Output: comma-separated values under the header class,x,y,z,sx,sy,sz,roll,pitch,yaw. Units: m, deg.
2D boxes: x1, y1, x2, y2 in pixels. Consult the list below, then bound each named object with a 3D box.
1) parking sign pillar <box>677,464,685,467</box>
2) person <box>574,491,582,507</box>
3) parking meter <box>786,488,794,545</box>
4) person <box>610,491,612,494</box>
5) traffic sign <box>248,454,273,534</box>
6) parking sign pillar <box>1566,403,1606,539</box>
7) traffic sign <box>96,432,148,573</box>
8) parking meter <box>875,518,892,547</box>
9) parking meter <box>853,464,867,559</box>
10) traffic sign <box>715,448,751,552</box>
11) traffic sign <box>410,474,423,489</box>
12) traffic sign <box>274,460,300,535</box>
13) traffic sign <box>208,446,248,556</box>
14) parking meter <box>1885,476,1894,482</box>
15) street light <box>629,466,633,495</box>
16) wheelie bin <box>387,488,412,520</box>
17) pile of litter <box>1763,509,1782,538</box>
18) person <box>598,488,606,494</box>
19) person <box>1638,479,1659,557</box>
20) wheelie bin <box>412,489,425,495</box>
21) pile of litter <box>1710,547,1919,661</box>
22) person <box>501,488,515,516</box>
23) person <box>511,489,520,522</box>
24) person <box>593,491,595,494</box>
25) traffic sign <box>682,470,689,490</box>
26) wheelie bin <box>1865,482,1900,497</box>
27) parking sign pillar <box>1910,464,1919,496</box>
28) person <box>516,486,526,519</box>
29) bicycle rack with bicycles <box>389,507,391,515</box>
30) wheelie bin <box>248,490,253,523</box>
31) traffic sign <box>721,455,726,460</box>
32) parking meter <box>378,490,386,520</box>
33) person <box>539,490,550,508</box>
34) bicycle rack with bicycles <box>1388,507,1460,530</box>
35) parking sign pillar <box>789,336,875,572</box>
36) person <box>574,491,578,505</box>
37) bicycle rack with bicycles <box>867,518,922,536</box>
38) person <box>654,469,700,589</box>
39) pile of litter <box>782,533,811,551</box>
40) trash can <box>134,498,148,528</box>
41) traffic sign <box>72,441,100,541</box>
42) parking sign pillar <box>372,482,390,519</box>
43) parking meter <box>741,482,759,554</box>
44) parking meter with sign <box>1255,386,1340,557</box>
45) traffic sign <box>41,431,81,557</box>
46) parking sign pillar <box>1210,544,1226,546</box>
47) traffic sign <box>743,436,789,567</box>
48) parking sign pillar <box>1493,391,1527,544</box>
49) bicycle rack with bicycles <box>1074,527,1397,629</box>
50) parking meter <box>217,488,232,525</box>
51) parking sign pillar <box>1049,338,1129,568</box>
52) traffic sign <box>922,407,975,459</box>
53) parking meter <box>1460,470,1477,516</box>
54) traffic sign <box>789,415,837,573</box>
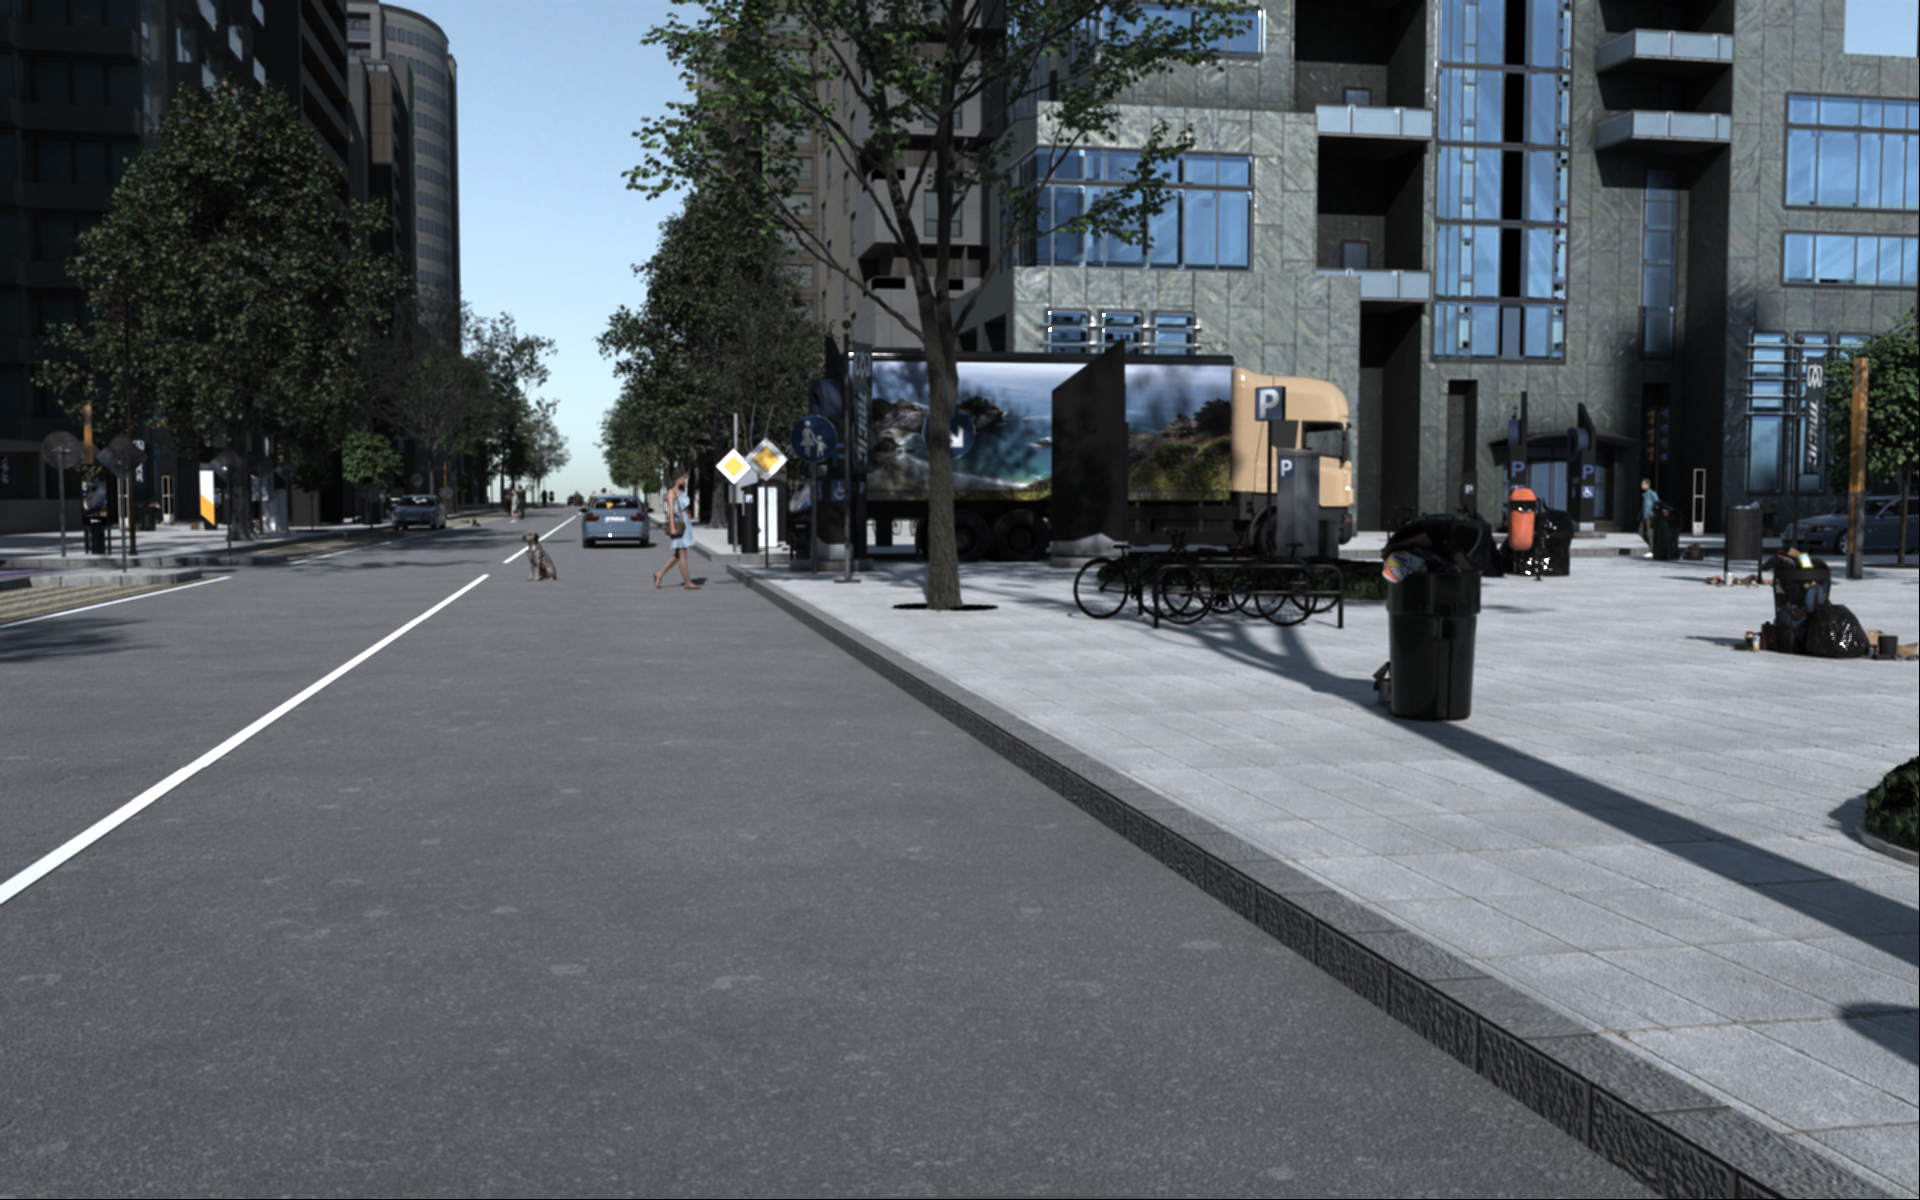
class,x,y,z,sx,sy,sz,roll,pitch,yaw
parking sign pillar,-17.447,-7.388,109.259,1.447,3.967,1.447,-2,4,-29
person,-43.481,-11.506,197.182,0.990,1.755,0.434,-2,4,-26
parking meter,-4.206,-2.155,43.639,0.372,1.533,0.369,0,3,0
person,-32.666,-9.300,161.354,0.742,1.727,0.445,-3,5,-42
traffic sign,-22.196,-3.355,54.961,0.768,2.556,0.104,0,4,-7
parking sign pillar,18.129,-3.796,50.540,1.447,3.967,1.447,0,4,3
traffic sign,-13.624,-1.501,28.192,0.795,2.450,0.064,-1,4,-11
parking meter,-1.875,-2.244,42.408,0.399,1.863,0.255,-2,4,-33
parking meter,-1.870,-1.558,31.191,0.255,1.863,0.399,2,4,27
traffic sign,-4.968,-2.105,38.064,0.795,2.450,0.064,-1,4,-11
traffic sign,-34.014,-6.626,108.444,0.768,2.556,0.104,0,4,-5
traffic sign,-21.301,-3.281,54.836,0.795,2.450,0.064,-1,4,-10
traffic sign,-15.209,-1.980,36.019,0.795,2.450,0.064,-1,4,-11
parking meter,29.071,-2.973,54.325,0.399,1.863,0.255,-3,5,-39
street light,-51.147,-18.053,267.952,0.468,5.910,1.993,-1,4,-11
wheelie bin,-27.884,-4.765,85.810,0.980,1.594,0.693,0,4,-3
pile of litter,23.777,-2.291,51.428,1.176,0.858,1.719,-1,4,-9
person,-21.121,-5.712,102.150,0.793,1.790,0.793,2,4,27
person,15.745,-1.877,39.525,0.444,1.785,0.601,0,4,2
wheelie bin,-33.763,-6.118,107.937,0.980,1.594,0.693,0,4,5
pile of litter,6.979,-0.008,14.092,1.176,0.858,1.719,-1,4,-10
person,-29.556,-6.460,114.127,1.348,1.823,0.705,-2,4,-24
person,-22.678,-4.812,88.185,0.522,1.701,0.512,-2,4,-27
person,-46.674,-12.995,221.047,0.705,1.814,1.350,2,4,32
traffic sign,-14.365,-5.467,89.490,0.768,2.556,0.104,-1,4,-8
wheelie bin,24.076,-2.282,45.220,0.980,1.594,0.693,1,4,16
parking sign pillar,40.880,-5.232,74.018,1.447,3.967,1.447,2,4,29
person,-24.960,-5.534,98.337,0.474,1.900,0.648,0,4,0
bicycle rack with bicycles,-32.145,-5.452,102.527,2.925,0.926,2.852,-2,4,-31
wheelie bin,-30.479,-4.019,73.611,0.980,1.594,0.693,3,4,37
traffic sign,-7.208,-3.342,54.753,0.768,2.556,0.104,0,4,-7
parking meter,-29.026,-4.805,86.966,0.372,1.533,0.369,0,3,0
person,-44.106,-10.747,183.844,1.348,1.869,0.705,1,4,20
bicycle rack with bicycles,12.787,-2.077,47.345,2.925,0.926,2.852,-2,4,-32
parking sign pillar,-2.161,-2.483,29.065,1.447,3.967,1.447,-1,4,-18
person,-48.283,-12.811,217.941,1.348,1.826,0.705,1,4,19
bicycle rack with bicycles,-1.602,-2.451,53.463,2.852,0.926,2.925,1,4,23
person,-4.296,-1.073,26.130,0.778,1.811,0.616,1,4,15
pile of litter,-3.417,-1.548,39.276,1.176,0.858,1.719,-1,4,-15
trash can,-30.423,-3.222,64.332,0.748,1.137,0.748,0,3,0
traffic sign,-20.858,-2.518,41.280,0.768,2.556,0.104,0,4,-6
parking sign pillar,-30.237,-6.228,90.308,1.447,3.967,1.447,0,4,5
parking meter,-4.543,-1.773,37.403,0.372,1.533,0.369,0,3,0
parking meter with sign,5.652,-1.990,28.798,1.738,3.016,0.543,-3,5,-43
traffic sign,-18.201,-2.140,35.092,0.768,2.556,0.104,-1,4,-9
parking sign pillar,6.946,-3.347,43.193,1.447,3.967,1.447,2,4,29
traffic sign,-3.383,-1.627,30.237,0.795,2.450,0.064,-1,4,-11
parking sign pillar,14.473,-3.454,44.941,1.447,3.967,1.447,1,4,17
bicycle rack with bicycles,2.614,-0.254,17.539,2.925,0.926,2.852,0,4,2
parking meter,-30.542,-3.896,72.117,0.372,1.533,0.369,0,3,0
parking sign pillar,2.289,-2.569,30.468,1.447,3.967,1.447,1,4,22
traffic sign,-0.166,-1.538,25.255,0.768,2.556,0.104,0,4,-3
parking meter,12.219,-2.198,41.652,0.399,1.863,0.255,1,4,16
traffic sign,-2.359,-1.702,27.933,0.768,2.556,0.104,0,4,-3
